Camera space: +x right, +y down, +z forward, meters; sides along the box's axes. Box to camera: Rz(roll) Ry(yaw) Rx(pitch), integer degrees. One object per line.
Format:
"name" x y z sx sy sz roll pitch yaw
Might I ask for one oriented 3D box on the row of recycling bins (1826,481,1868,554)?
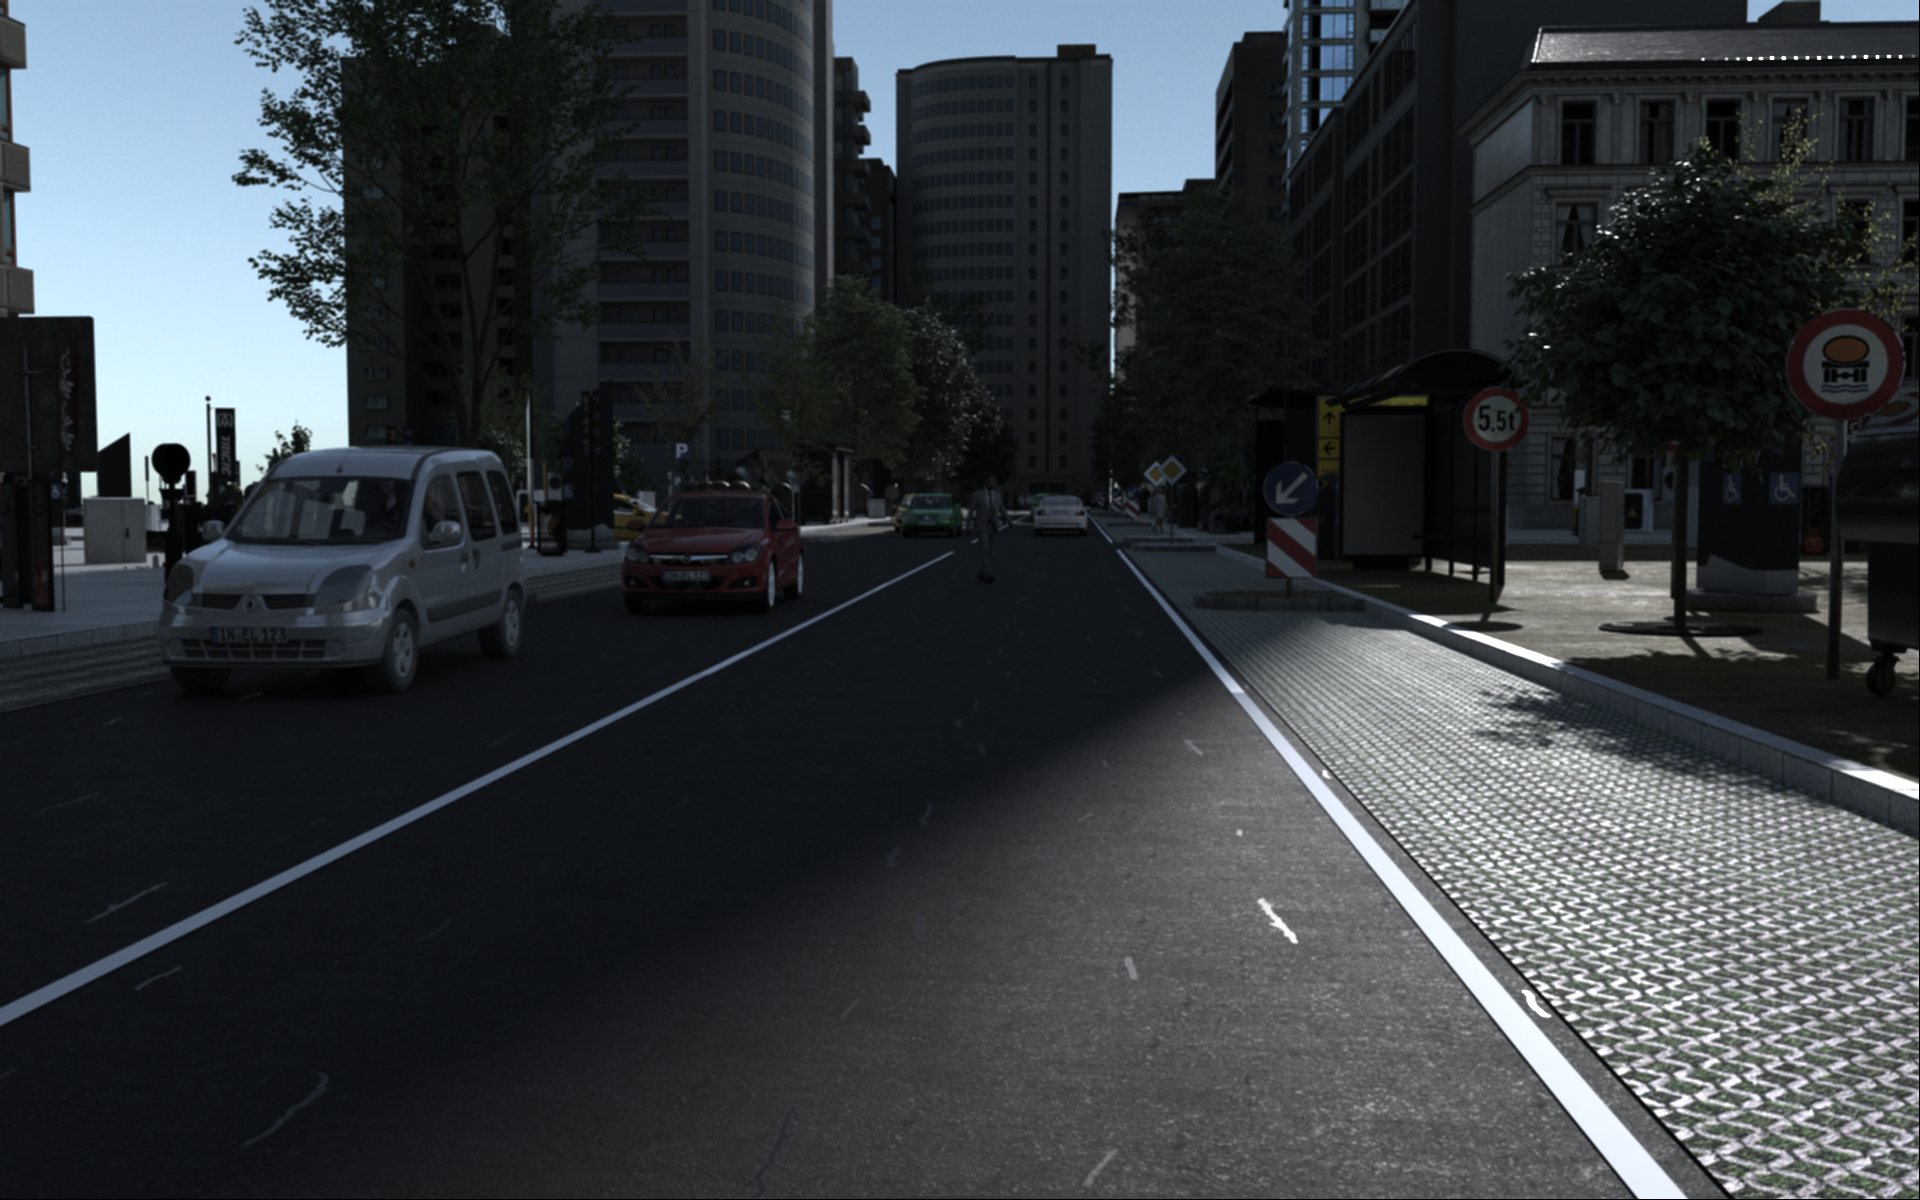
"row of recycling bins" 20.664 -1.890 38.011 3.534 1.692 1.069 -1 4 -16

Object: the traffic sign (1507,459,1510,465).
"traffic sign" 9.696 -1.957 32.006 0.884 2.594 0.081 0 4 7

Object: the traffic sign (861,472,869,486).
"traffic sign" -5.396 -6.166 100.927 0.768 2.556 0.104 0 4 8

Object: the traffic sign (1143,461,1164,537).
"traffic sign" 5.884 -2.955 51.952 0.795 2.450 0.064 0 4 4

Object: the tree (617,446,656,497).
"tree" -13.203 -4.641 70.484 1.663 3.219 1.824 0 3 0

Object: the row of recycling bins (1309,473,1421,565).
"row of recycling bins" 7.680 -1.577 32.903 1.069 1.692 3.534 -1 4 -14

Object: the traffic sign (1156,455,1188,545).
"traffic sign" 5.373 -2.467 43.983 0.795 2.450 0.064 0 4 4

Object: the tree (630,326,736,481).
"tree" -11.929 -7.646 75.378 4.360 8.622 3.978 0 3 0

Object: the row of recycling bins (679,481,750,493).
"row of recycling bins" -7.808 -2.936 55.112 1.069 1.692 3.534 -3 5 -40

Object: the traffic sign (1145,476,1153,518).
"traffic sign" 10.265 -5.664 92.708 0.768 2.556 0.104 1 4 13

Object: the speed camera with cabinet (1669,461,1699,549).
"speed camera with cabinet" 17.556 -2.869 41.237 0.660 3.252 2.038 2 4 35

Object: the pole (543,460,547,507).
"pole" -23.554 -6.386 98.251 0.158 3.312 0.155 0 3 0

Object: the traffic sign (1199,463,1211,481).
"traffic sign" 10.330 -4.406 72.146 0.768 2.556 0.104 0 4 7

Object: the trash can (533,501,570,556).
"trash can" -8.433 -1.476 35.784 0.748 1.137 0.748 0 3 0

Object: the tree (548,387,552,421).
"tree" -26.082 -9.263 101.817 4.737 8.622 4.395 0 3 0

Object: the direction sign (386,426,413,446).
"direction sign" -18.798 -4.048 58.178 0.876 3.537 0.379 -2 4 -30

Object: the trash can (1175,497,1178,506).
"trash can" 11.335 -4.706 88.594 0.748 1.137 0.748 0 3 0

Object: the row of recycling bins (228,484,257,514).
"row of recycling bins" -28.628 -3.930 71.376 3.534 1.692 1.069 -2 4 -35

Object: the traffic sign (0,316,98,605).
"traffic sign" -11.035 -1.596 19.967 2.265 3.308 0.079 0 4 5

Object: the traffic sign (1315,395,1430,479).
"traffic sign" 8.483 -2.558 35.703 2.265 3.308 0.079 1 4 12

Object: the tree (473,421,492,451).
"tree" -21.034 -5.770 78.060 4.285 4.588 4.351 0 3 0

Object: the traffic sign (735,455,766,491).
"traffic sign" -5.398 -2.511 44.692 0.795 2.450 0.064 0 4 4

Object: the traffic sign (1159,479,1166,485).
"traffic sign" 9.998 -5.166 86.598 0.606 2.300 0.079 1 4 13

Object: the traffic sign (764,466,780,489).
"traffic sign" -8.688 -4.857 79.417 0.884 2.594 0.081 1 4 13

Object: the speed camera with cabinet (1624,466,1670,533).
"speed camera with cabinet" 22.764 -3.826 56.884 2.038 3.252 0.660 2 4 35

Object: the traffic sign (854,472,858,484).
"traffic sign" -6.170 -5.998 98.171 0.768 2.556 0.104 1 4 12

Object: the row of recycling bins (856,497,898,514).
"row of recycling bins" -5.493 -6.302 110.157 3.534 1.692 1.069 2 4 27

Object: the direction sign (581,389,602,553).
"direction sign" -8.040 -2.804 37.845 0.379 3.537 0.876 -3 4 -39

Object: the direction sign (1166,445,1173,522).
"direction sign" 9.564 -5.309 78.794 0.379 3.537 0.876 1 4 20

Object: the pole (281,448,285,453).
"pole" -30.007 -5.077 76.853 0.158 3.312 0.155 0 3 0

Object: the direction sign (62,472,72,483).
"direction sign" -47.172 -6.072 91.278 0.379 3.537 0.876 1 4 20

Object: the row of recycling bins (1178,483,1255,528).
"row of recycling bins" 9.935 -3.577 65.602 3.534 1.692 1.069 2 4 25

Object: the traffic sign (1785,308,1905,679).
"traffic sign" 6.070 -0.725 11.961 0.768 2.556 0.104 1 4 9

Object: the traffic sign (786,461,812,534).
"traffic sign" -4.887 -2.998 52.661 0.795 2.450 0.064 0 4 4

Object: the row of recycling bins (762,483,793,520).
"row of recycling bins" -7.747 -3.340 61.722 3.534 1.692 1.069 -1 4 -10

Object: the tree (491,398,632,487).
"tree" -12.891 -4.635 59.490 4.285 4.588 4.351 0 3 0

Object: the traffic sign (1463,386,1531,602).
"traffic sign" 6.367 -1.254 20.614 0.768 2.556 0.104 1 4 13

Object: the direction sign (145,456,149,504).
"direction sign" -48.565 -6.821 103.514 0.379 3.537 0.876 -2 4 -34

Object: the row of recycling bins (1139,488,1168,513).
"row of recycling bins" 13.769 -6.691 116.508 3.534 1.692 1.069 1 4 15

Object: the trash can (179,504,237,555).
"trash can" -10.513 -0.770 24.240 0.748 1.137 0.748 0 3 0

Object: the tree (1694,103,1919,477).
"tree" 15.750 -5.051 32.951 4.360 8.622 3.978 0 3 0

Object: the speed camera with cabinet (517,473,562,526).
"speed camera with cabinet" -16.856 -4.623 69.926 2.038 3.252 0.660 1 4 13

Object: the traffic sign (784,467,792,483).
"traffic sign" -7.803 -4.922 80.588 0.768 2.556 0.104 0 4 4

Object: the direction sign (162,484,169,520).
"direction sign" -39.883 -5.806 86.919 0.379 3.537 0.876 -1 4 -19

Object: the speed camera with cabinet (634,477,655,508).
"speed camera with cabinet" -19.319 -6.745 104.612 0.660 3.252 2.038 2 4 32

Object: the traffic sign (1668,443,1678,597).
"traffic sign" 8.880 -1.306 21.466 0.768 2.556 0.104 1 4 12

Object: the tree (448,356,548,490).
"tree" -25.531 -8.721 92.948 4.737 8.622 4.395 0 3 0

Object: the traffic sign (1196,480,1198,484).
"traffic sign" 12.715 -5.843 95.540 0.884 2.594 0.081 1 4 9
